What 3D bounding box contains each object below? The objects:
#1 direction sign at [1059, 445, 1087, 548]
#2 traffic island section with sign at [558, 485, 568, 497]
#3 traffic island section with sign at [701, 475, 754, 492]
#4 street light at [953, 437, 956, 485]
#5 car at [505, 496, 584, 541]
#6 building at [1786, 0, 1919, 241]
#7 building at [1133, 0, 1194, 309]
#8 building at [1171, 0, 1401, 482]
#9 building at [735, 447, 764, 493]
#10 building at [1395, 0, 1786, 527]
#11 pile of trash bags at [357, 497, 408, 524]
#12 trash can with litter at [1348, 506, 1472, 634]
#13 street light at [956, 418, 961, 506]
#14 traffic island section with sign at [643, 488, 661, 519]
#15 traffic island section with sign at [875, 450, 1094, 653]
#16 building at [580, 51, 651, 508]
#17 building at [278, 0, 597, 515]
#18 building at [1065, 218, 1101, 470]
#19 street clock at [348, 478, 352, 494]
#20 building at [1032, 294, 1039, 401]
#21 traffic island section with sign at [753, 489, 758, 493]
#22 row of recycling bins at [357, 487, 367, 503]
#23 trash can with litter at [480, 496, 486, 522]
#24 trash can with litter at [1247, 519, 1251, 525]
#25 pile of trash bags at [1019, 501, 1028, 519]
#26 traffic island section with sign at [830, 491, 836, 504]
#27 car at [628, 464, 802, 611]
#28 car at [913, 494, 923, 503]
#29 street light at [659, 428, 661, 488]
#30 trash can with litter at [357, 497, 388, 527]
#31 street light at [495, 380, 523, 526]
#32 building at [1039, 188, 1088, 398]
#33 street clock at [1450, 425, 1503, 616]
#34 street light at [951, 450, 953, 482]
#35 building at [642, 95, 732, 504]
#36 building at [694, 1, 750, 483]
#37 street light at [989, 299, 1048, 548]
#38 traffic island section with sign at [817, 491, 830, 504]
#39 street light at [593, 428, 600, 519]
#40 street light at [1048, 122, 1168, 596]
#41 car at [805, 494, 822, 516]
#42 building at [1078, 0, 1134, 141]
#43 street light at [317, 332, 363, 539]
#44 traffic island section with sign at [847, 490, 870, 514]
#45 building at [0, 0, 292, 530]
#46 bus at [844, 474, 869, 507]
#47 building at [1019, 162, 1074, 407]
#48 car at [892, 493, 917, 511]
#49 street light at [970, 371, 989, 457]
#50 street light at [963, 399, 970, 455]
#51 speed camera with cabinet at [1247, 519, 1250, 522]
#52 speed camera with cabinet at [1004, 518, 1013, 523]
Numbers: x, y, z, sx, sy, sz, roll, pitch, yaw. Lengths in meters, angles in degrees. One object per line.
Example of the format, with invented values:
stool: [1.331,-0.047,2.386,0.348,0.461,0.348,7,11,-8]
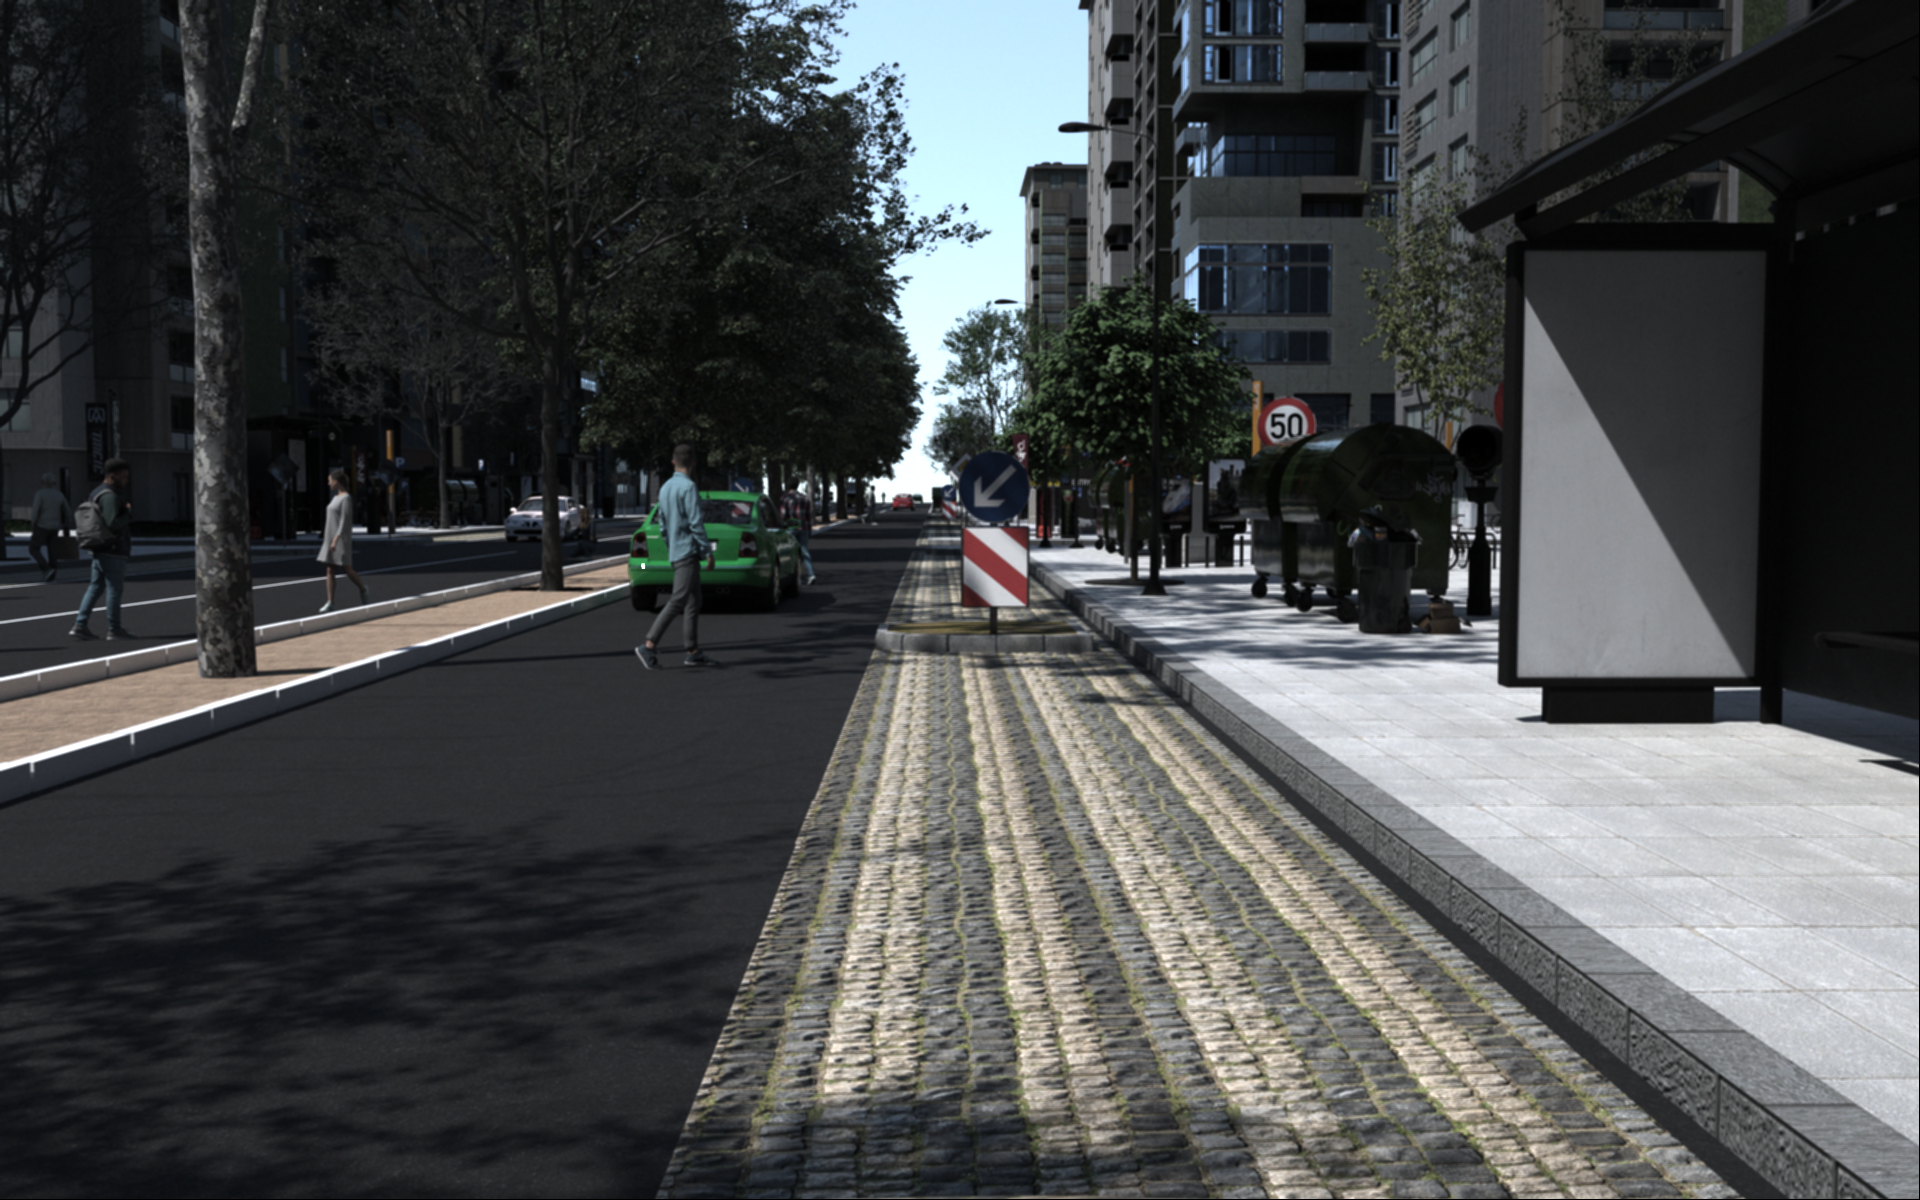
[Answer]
direction sign: [2.773,-3.002,41.078,0.876,3.537,0.379,1,4,20]
traffic island section with sign: [-16.636,-3.869,71.885,1.989,1.847,2.006,0,4,-1]
traffic island section with sign: [-6.032,-2.065,41.894,2.006,1.907,1.989,0,4,-1]
street light: [0.450,-9.260,123.940,1.470,5.913,1.316,0,4,-1]
car: [-12.828,-2.542,53.928,2.083,1.381,4.827,0,4,-1]
building: [20.910,-13.727,17.939,14.314,27.812,24.014,0,4,-1]
building: [22.850,-42.706,136.490,20.563,71.187,20.611,0,4,-1]
building: [21.231,-48.337,102.979,22.319,86.520,31.000,0,4,-1]
building: [-39.017,-36.166,274.902,14.154,41.232,14.086,0,4,-1]
building: [26.131,-23.548,68.601,14.086,41.232,14.154,0,4,-1]
pile of trash bags: [-25.189,-3.915,73.769,3.447,1.369,1.912,0,4,7]
trash can with litter: [4.162,-0.284,16.039,1.055,1.170,0.624,0,4,0]
street light: [0.643,-8.067,104.431,1.470,5.913,1.316,0,4,-1]
traffic island section with sign: [-17.012,-5.533,99.087,1.989,1.847,2.006,0,4,-1]
traffic island section with sign: [0.195,-0.481,16.498,1.989,1.847,2.006,0,4,-1]
building: [-42.015,-52.254,167.021,22.319,86.520,31.000,0,4,-1]
building: [-41.771,-29.590,138.418,22.147,44.769,28.867,0,4,-1]
building: [17.949,-25.159,183.047,14.160,30.474,14.107,0,4,-1]
street clock: [-27.663,-4.528,78.610,0.358,2.002,0.471,-1,4,-8]
building: [17.228,-29.231,249.632,14.160,30.474,14.107,0,4,-1]
traffic island section with sign: [-17.690,-8.602,149.273,1.989,1.847,2.006,0,4,-1]
row of recycling bins: [-29.273,-4.471,80.209,3.534,1.692,1.069,-1,4,-15]
trash can with litter: [-21.957,-4.183,79.783,0.624,1.170,1.055,0,4,-5]
trash can with litter: [11.988,-3.752,72.736,1.055,1.170,0.624,0,4,-4]
pile of trash bags: [3.774,-4.854,89.118,1.912,1.369,3.447,-1,4,-19]
traffic island section with sign: [-19.204,-15.316,259.047,1.989,1.847,2.006,0,4,-1]
car: [-3.121,-0.849,22.683,1.959,1.807,4.718,0,4,1]
car: [-6.972,-16.732,282.356,1.959,1.807,4.718,0,4,-3]
street light: [-18.578,-8.433,110.425,1.470,5.913,1.316,0,4,-1]
trash can with litter: [-23.101,-3.469,68.112,1.055,1.170,0.624,-3,5,-44]
street light: [-17.990,-5.938,69.633,1.470,5.913,1.316,0,4,-1]
building: [17.613,-33.654,233.830,14.154,41.232,14.086,0,4,-1]
street clock: [5.489,-0.837,18.257,0.358,2.002,0.471,-3,5,-45]
street light: [0.252,-10.293,140.825,1.470,5.913,1.316,0,4,-1]
building: [-42.978,-42.215,232.211,21.231,58.520,28.212,0,4,-1]
building: [-42.010,-50.028,256.205,20.563,71.187,20.611,0,4,-1]
street light: [1.512,-4.211,41.391,1.470,5.913,1.316,0,4,-1]
traffic island section with sign: [-18.836,-13.668,232.094,1.989,1.847,2.006,0,4,-1]
street light: [-18.384,-7.182,89.963,1.470,5.913,1.316,0,4,-1]
street light: [1.925,-3.012,21.792,1.470,5.913,1.316,0,4,-1]
car: [-10.128,-6.324,115.407,2.014,1.417,4.499,0,4,-1]
building: [26.348,-34.977,161.111,28.713,52.752,27.495,0,4,-1]
street light: [-17.758,-4.715,49.634,1.470,5.913,1.316,0,4,-1]
traffic island section with sign: [-7.167,-7.113,124.432,2.006,1.907,1.989,0,4,-1]
building: [-35.313,-23.370,65.691,14.154,41.232,14.086,0,4,-1]
bus: [-11.236,-11.858,185.432,2.896,3.916,12.252,0,4,-1]
building: [24.151,-41.655,270.302,28.713,52.752,27.495,0,4,-1]
car: [-4.830,-8.591,149.498,2.155,1.783,4.494,0,4,1]
street light: [1.228,-5.680,65.416,1.470,5.913,1.316,0,4,-1]
street light: [1.004,-6.874,84.925,1.470,5.913,1.316,0,4,-1]
speed camera with cabinet: [12.749,-4.990,75.917,0.660,3.252,2.038,0,4,2]
speed camera with cabinet: [2.189,-5.147,78.487,0.660,3.252,2.038,1,4,23]
